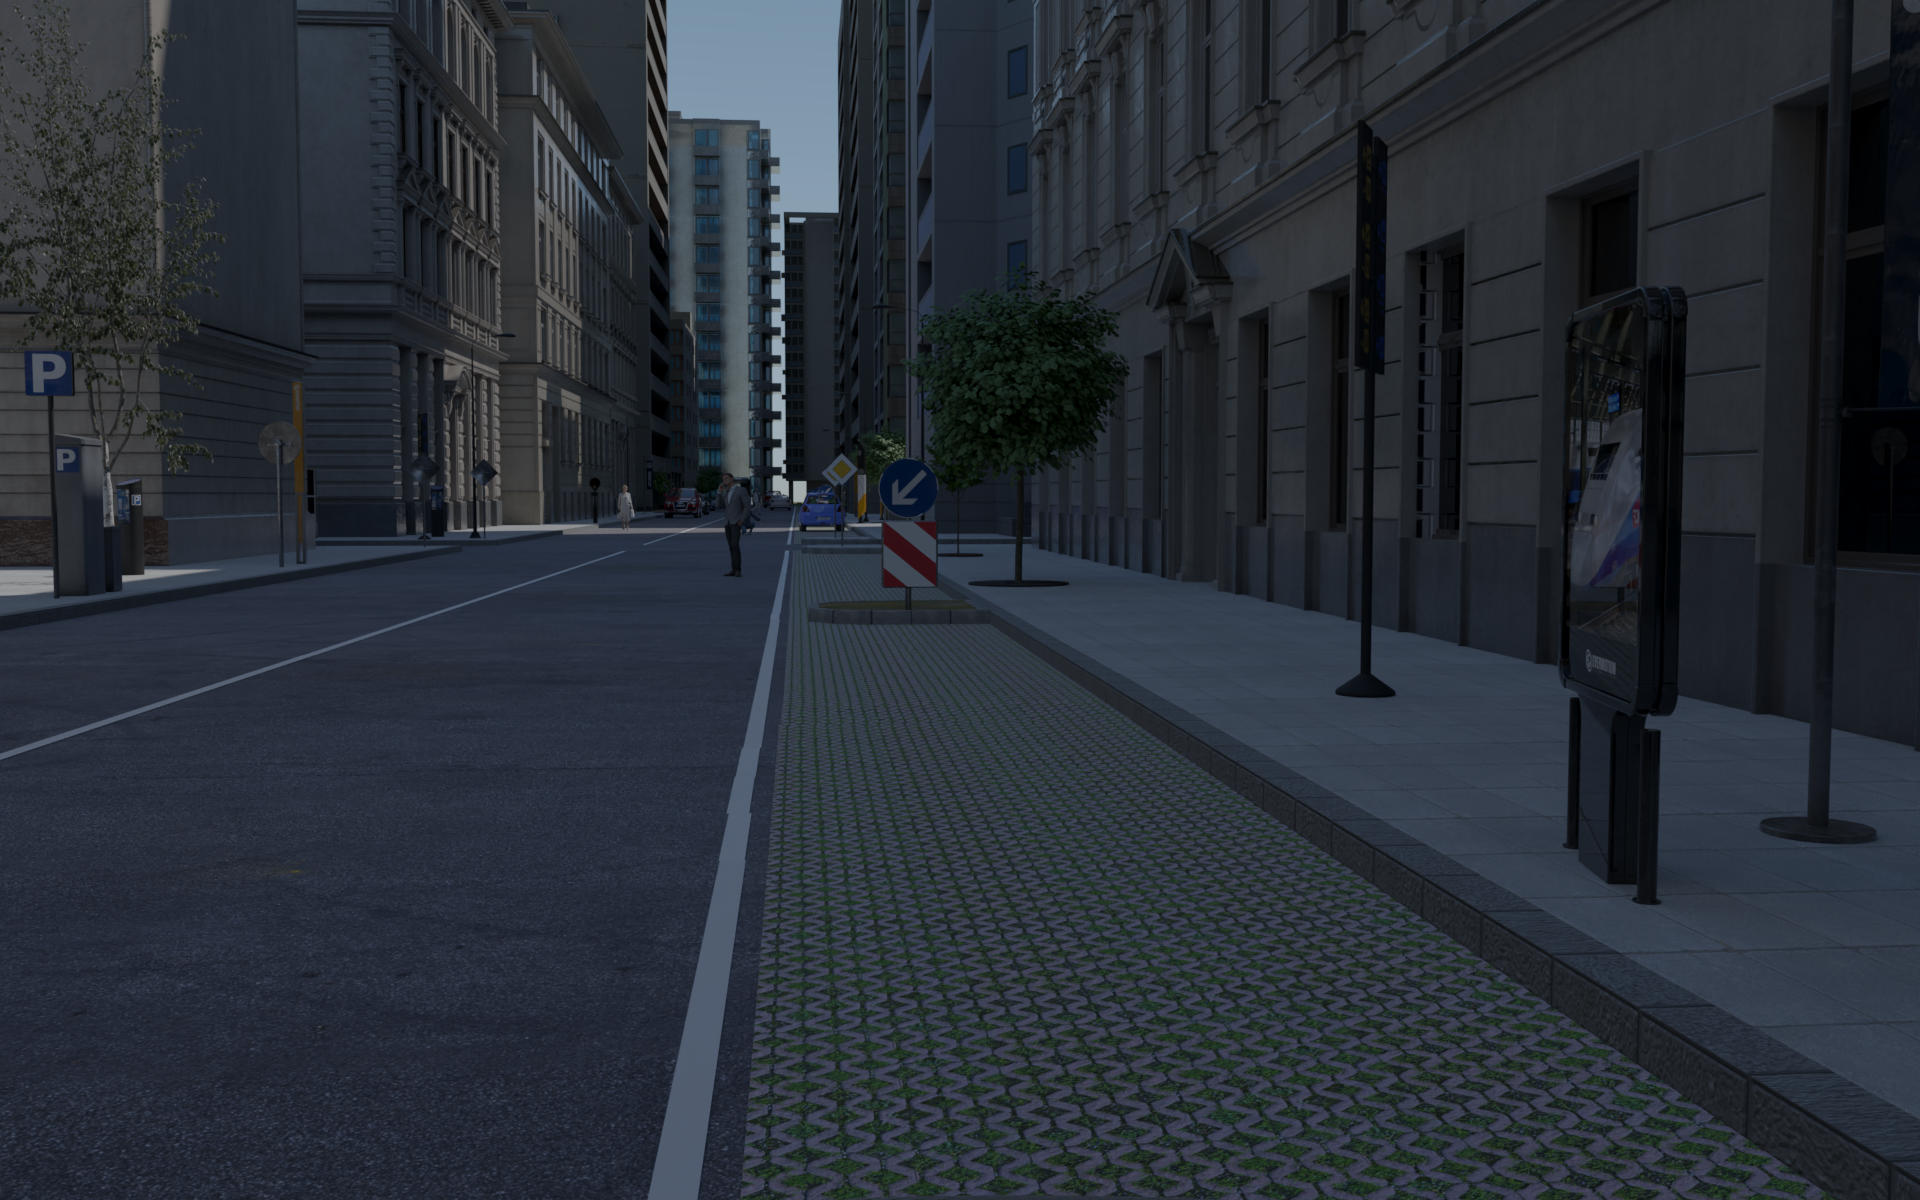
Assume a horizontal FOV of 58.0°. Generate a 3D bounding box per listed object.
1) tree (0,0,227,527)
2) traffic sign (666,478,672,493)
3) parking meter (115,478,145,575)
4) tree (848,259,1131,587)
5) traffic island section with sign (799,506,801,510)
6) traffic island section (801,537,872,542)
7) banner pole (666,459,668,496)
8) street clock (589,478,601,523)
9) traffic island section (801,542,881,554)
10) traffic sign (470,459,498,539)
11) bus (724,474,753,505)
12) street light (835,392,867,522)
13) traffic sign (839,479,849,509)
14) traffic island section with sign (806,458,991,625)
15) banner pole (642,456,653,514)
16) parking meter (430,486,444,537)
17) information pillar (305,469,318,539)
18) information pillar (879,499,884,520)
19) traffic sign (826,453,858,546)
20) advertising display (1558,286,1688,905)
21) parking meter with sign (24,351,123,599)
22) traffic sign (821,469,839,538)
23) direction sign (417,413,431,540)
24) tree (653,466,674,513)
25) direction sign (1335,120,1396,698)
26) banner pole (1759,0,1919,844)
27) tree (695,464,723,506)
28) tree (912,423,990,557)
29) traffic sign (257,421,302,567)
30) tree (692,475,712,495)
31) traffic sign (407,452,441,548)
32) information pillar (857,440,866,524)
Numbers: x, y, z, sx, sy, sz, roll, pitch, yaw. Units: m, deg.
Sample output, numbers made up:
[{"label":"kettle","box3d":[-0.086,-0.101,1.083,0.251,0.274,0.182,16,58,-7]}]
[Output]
[{"label":"tree","box3d":[-12.581,-4.580,25.242,4.360,8.622,3.978,0,3,0]},{"label":"traffic sign","box3d":[-20.288,-7.260,119.891,0.795,2.450,0.064,0,4,-5]},{"label":"parking meter","box3d":[-13.135,-1.163,27.421,0.372,1.533,0.369,0,3,0]},{"label":"tree","box3d":[0.762,-2.487,24.375,4.285,4.588,4.351,0,3,0]},{"label":"traffic island section with sign","box3d":[-5.966,-4.093,75.550,1.989,1.847,2.006,0,4,-5]},{"label":"traffic island section","box3d":[-3.611,-1.723,50.447,2.009,0.180,2.903,0,4,-5]},{"label":"banner pole","box3d":[-20.739,-8.112,122.640,0.401,3.779,0.863,0,4,-5]},{"label":"street clock","box3d":[-16.074,-4.387,76.291,0.471,2.002,0.358,-1,4,-16]},{"label":"traffic island section","box3d":[-2.866,-1.236,42.497,2.009,0.180,2.903,0,4,-5]},{"label":"traffic sign","box3d":[-13.587,-2.802,49.460,0.795,2.450,0.064,0,4,-5]},{"label":"bus","box3d":[-23.242,-11.439,181.893,2.948,3.499,13.247,0,4,-7]},{"label":"street light","box3d":[-4.852,-6.531,79.328,1.470,5.913,1.316,0,4,-5]},{"label":"traffic sign","box3d":[-7.281,-6.578,107.660,0.768,2.556,0.104,0,4,3]},{"label":"traffic island section with sign","box3d":[-0.740,-0.685,19.829,1.989,1.847,2.006,0,4,-5]},{"label":"banner pole","box3d":[-20.523,-7.569,113.767,0.863,3.779,0.401,1,4,17]},{"label":"parking meter","box3d":[-15.633,-2.654,51.803,0.372,1.533,0.369,0,3,0]},{"label":"information pillar","box3d":[-18.725,-2.781,49.969,0.304,2.012,0.304,-1,4,-12]},{"label":"information pillar","box3d":[-3.842,-5.755,85.448,0.183,3.616,0.504,1,4,13]},{"label":"traffic sign","box3d":[-2.889,-2.372,42.418,0.795,2.450,0.064,0,4,-5]},{"label":"advertising display","box3d":[2.196,-0.036,5.807,0.123,1.923,0.974,0,4,5]},{"label":"parking meter with sign","box3d":[-11.181,-1.573,21.979,0.543,3.016,1.738,0,4,-7]},{"label":"traffic sign","box3d":[-3.634,-2.858,50.368,0.795,2.450,0.064,0,4,-5]},{"label":"direction sign","box3d":[-15.130,-3.475,48.821,0.379,3.537,0.876,-2,4,-33]},{"label":"tree","box3d":[-20.355,-7.580,118.532,1.663,3.219,1.824,0,3,0]},{"label":"direction sign","box3d":[2.593,-1.161,10.973,0.379,3.537,0.876,2,4,23]},{"label":"banner pole","box3d":[3.410,-0.994,6.272,0.863,3.779,0.401,3,5,42]},{"label":"tree","box3d":[-27.047,-12.465,187.519,4.285,4.588,4.351,0,3,0]},{"label":"tree","box3d":[-0.169,-2.506,35.582,1.663,3.219,1.824,0,3,0]},{"label":"traffic sign","box3d":[-11.892,-1.846,30.283,0.768,2.556,0.104,0,4,-1]},{"label":"tree","box3d":[-26.725,-11.376,180.592,1.663,3.219,1.824,0,3,0]},{"label":"traffic sign","box3d":[-12.842,-2.316,41.509,0.795,2.450,0.064,0,4,-5]},{"label":"information pillar","box3d":[-4.251,-5.108,74.871,0.183,3.616,0.504,-3,5,-40]}]
